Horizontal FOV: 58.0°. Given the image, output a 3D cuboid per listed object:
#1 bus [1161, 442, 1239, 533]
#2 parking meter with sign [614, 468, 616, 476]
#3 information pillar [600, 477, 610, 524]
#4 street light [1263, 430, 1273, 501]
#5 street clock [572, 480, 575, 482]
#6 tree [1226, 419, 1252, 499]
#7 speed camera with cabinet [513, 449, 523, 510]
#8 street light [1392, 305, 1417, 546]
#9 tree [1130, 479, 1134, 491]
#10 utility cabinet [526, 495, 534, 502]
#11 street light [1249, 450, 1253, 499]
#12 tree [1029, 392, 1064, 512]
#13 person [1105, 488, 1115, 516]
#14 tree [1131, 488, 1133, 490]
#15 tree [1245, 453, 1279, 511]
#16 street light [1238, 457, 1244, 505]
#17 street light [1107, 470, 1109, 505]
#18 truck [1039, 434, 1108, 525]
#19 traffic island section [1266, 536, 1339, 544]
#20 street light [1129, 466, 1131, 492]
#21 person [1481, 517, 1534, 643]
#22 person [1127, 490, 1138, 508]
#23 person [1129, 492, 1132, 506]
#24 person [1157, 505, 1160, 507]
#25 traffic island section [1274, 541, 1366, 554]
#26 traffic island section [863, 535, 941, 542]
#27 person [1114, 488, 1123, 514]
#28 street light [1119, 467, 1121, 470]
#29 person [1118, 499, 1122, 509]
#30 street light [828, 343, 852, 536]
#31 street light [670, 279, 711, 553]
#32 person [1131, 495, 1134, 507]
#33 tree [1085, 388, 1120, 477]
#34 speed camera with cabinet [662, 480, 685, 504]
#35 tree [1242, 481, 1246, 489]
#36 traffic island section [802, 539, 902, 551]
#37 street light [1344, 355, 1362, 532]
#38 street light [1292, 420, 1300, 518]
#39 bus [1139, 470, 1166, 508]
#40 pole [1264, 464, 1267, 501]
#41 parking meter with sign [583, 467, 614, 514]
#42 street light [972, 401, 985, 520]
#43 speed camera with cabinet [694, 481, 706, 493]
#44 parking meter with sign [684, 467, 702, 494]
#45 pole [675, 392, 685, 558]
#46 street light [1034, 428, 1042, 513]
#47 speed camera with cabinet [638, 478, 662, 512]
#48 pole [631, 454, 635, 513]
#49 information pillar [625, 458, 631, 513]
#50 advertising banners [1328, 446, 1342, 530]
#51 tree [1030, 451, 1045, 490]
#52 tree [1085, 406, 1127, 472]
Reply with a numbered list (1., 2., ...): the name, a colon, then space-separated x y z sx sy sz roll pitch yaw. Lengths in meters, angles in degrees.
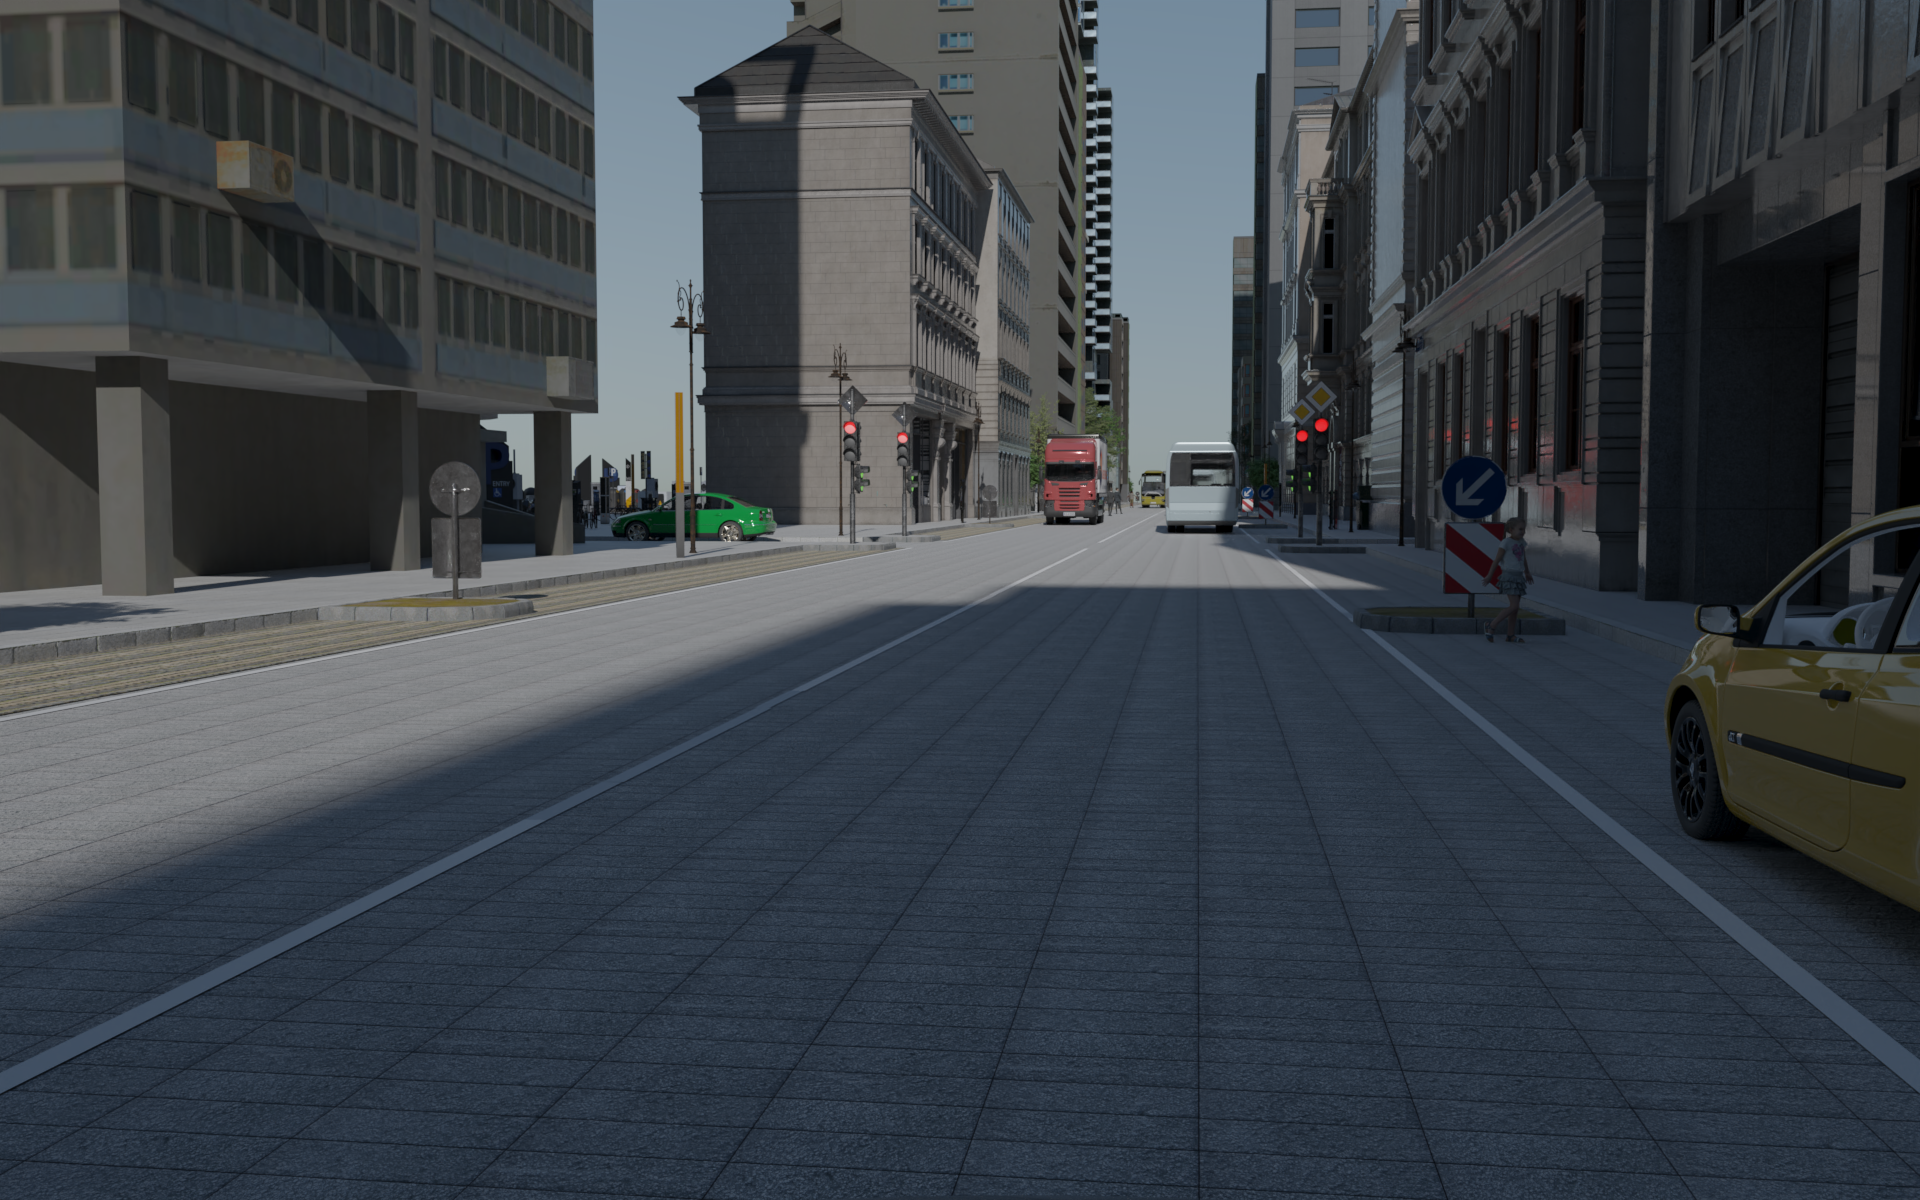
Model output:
1. bus: 9.332 -4.454 67.680 2.948 3.499 13.247 0 4 7
2. parking meter with sign: -23.883 -7.339 116.247 1.738 3.016 0.543 2 4 33
3. information pillar: -15.210 -4.261 74.163 0.304 2.012 0.304 1 4 17
4. street light: 22.279 -9.300 124.837 0.468 5.910 1.993 0 4 8
5. street clock: -23.949 -6.341 108.242 0.471 2.002 0.358 -1 4 -12
6. tree: 34.550 -16.808 209.226 7.601 10.594 8.767 1 4 8
7. speed camera with cabinet: -20.404 -5.029 76.564 2.038 3.252 0.660 1 4 13
8. street light: 10.856 -4.259 42.422 0.468 5.910 1.993 0 4 8
9. tree: 26.745 -18.275 282.505 4.285 4.588 4.351 0 3 0
10. utility cabinet: -22.540 -4.941 91.949 0.306 1.237 1.020 3 4 37
11. street light: 27.930 -11.842 166.401 0.468 5.910 1.993 0 4 8
12. tree: 5.525 -10.698 125.268 4.737 8.622 4.395 0 3 0
13. person: 9.800 -6.394 112.817 0.659 1.850 0.755 1 4 12
14. tree: 27.876 -17.839 286.272 1.663 3.219 1.824 0 3 0
15. tree: 23.887 -9.269 135.262 4.285 4.588 4.351 0 3 0
16. street light: 32.580 -13.921 200.390 0.468 5.910 1.993 0 4 8
17. street light: 18.152 -14.631 212.011 0.468 5.910 1.993 0 4 8
18. truck: 5.589 -5.765 83.177 2.839 4.237 11.283 0 4 7
19. traffic island section: 10.069 -1.764 51.125 2.009 0.180 2.903 0 4 8
20. street light: 27.292 -18.710 278.691 0.468 5.910 1.993 0 4 8
21. person: 5.331 -0.199 16.772 0.505 1.210 0.382 -3 4 -38
22. person: 17.939 -10.529 180.654 1.348 1.824 0.705 2 4 34
23. person: 20.659 -12.182 208.397 0.721 1.735 1.217 -2 4 -26
24. person: 22.618 -11.495 197.153 1.217 1.736 0.721 0 4 -8
25. traffic island section: 8.983 -1.280 43.214 2.009 0.180 2.903 0 4 8
26. traffic island section: -1.711 -1.863 52.741 2.009 0.180 2.903 0 4 8
27. person: 11.392 -7.154 124.837 0.648 1.900 0.474 2 4 27
28. street light: 22.643 -16.658 245.150 0.468 5.910 1.993 0 4 8
29. person: 15.466 -9.566 168.169 0.557 1.426 1.065 3 4 36
30. street light: -3.660 -4.913 53.119 0.468 5.910 1.993 0 4 8
31. street light: -5.799 -3.954 37.444 0.468 5.910 1.993 0 4 8
32. person: 19.963 -11.649 199.749 0.721 1.735 1.217 0 4 -4
33. tree: 13.087 -16.244 183.714 7.486 12.596 7.792 0 3 0
34. speed camera with cabinet: -19.054 -7.295 113.611 2.038 3.252 0.660 2 4 25
35. tree: 35.844 -13.475 214.909 1.663 3.219 1.824 0 3 0
36. traffic island section: -2.797 -1.379 44.830 2.009 0.180 2.903 0 4 8
37. street light: 13.103 -5.202 57.848 0.468 5.910 1.993 0 4 8
38. street light: 17.632 -7.231 91.013 0.468 5.910 1.993 0 4 8
39. bus: 20.158 -11.496 179.503 2.896 3.916 12.252 0 4 8
40. pole: 20.553 -7.506 116.563 0.158 3.312 0.155 0 3 0
41. parking meter with sign: -23.652 -7.130 112.835 1.738 3.016 0.543 0 4 2
42. street light: 0.934 -6.939 86.245 0.468 5.910 1.993 0 4 8
43. speed camera with cabinet: -17.861 -7.637 119.207 2.038 3.252 0.660 3 5 43
44. parking meter with sign: -17.444 -7.029 111.191 1.738 3.016 0.543 0 4 1
45. pole: -5.630 -2.503 34.771 0.158 3.312 0.155 0 3 0
46. street light: 5.434 -8.973 119.497 0.468 5.910 1.993 0 4 8
47. speed camera with cabinet: -17.301 -6.226 96.131 0.660 3.252 2.038 0 4 7
48. pole: -16.737 -5.796 88.600 0.158 3.312 0.155 0 3 0
49. information pillar: -21.337 -7.363 111.747 0.504 3.616 0.183 0 4 1
50. advertising banners: 13.669 -4.085 62.973 0.090 3.025 2.074 2 4 24
51. tree: 4.136 -8.012 114.711 4.285 4.588 4.351 0 3 0
52. tree: 16.061 -16.982 203.405 9.928 11.665 9.643 0 3 0
